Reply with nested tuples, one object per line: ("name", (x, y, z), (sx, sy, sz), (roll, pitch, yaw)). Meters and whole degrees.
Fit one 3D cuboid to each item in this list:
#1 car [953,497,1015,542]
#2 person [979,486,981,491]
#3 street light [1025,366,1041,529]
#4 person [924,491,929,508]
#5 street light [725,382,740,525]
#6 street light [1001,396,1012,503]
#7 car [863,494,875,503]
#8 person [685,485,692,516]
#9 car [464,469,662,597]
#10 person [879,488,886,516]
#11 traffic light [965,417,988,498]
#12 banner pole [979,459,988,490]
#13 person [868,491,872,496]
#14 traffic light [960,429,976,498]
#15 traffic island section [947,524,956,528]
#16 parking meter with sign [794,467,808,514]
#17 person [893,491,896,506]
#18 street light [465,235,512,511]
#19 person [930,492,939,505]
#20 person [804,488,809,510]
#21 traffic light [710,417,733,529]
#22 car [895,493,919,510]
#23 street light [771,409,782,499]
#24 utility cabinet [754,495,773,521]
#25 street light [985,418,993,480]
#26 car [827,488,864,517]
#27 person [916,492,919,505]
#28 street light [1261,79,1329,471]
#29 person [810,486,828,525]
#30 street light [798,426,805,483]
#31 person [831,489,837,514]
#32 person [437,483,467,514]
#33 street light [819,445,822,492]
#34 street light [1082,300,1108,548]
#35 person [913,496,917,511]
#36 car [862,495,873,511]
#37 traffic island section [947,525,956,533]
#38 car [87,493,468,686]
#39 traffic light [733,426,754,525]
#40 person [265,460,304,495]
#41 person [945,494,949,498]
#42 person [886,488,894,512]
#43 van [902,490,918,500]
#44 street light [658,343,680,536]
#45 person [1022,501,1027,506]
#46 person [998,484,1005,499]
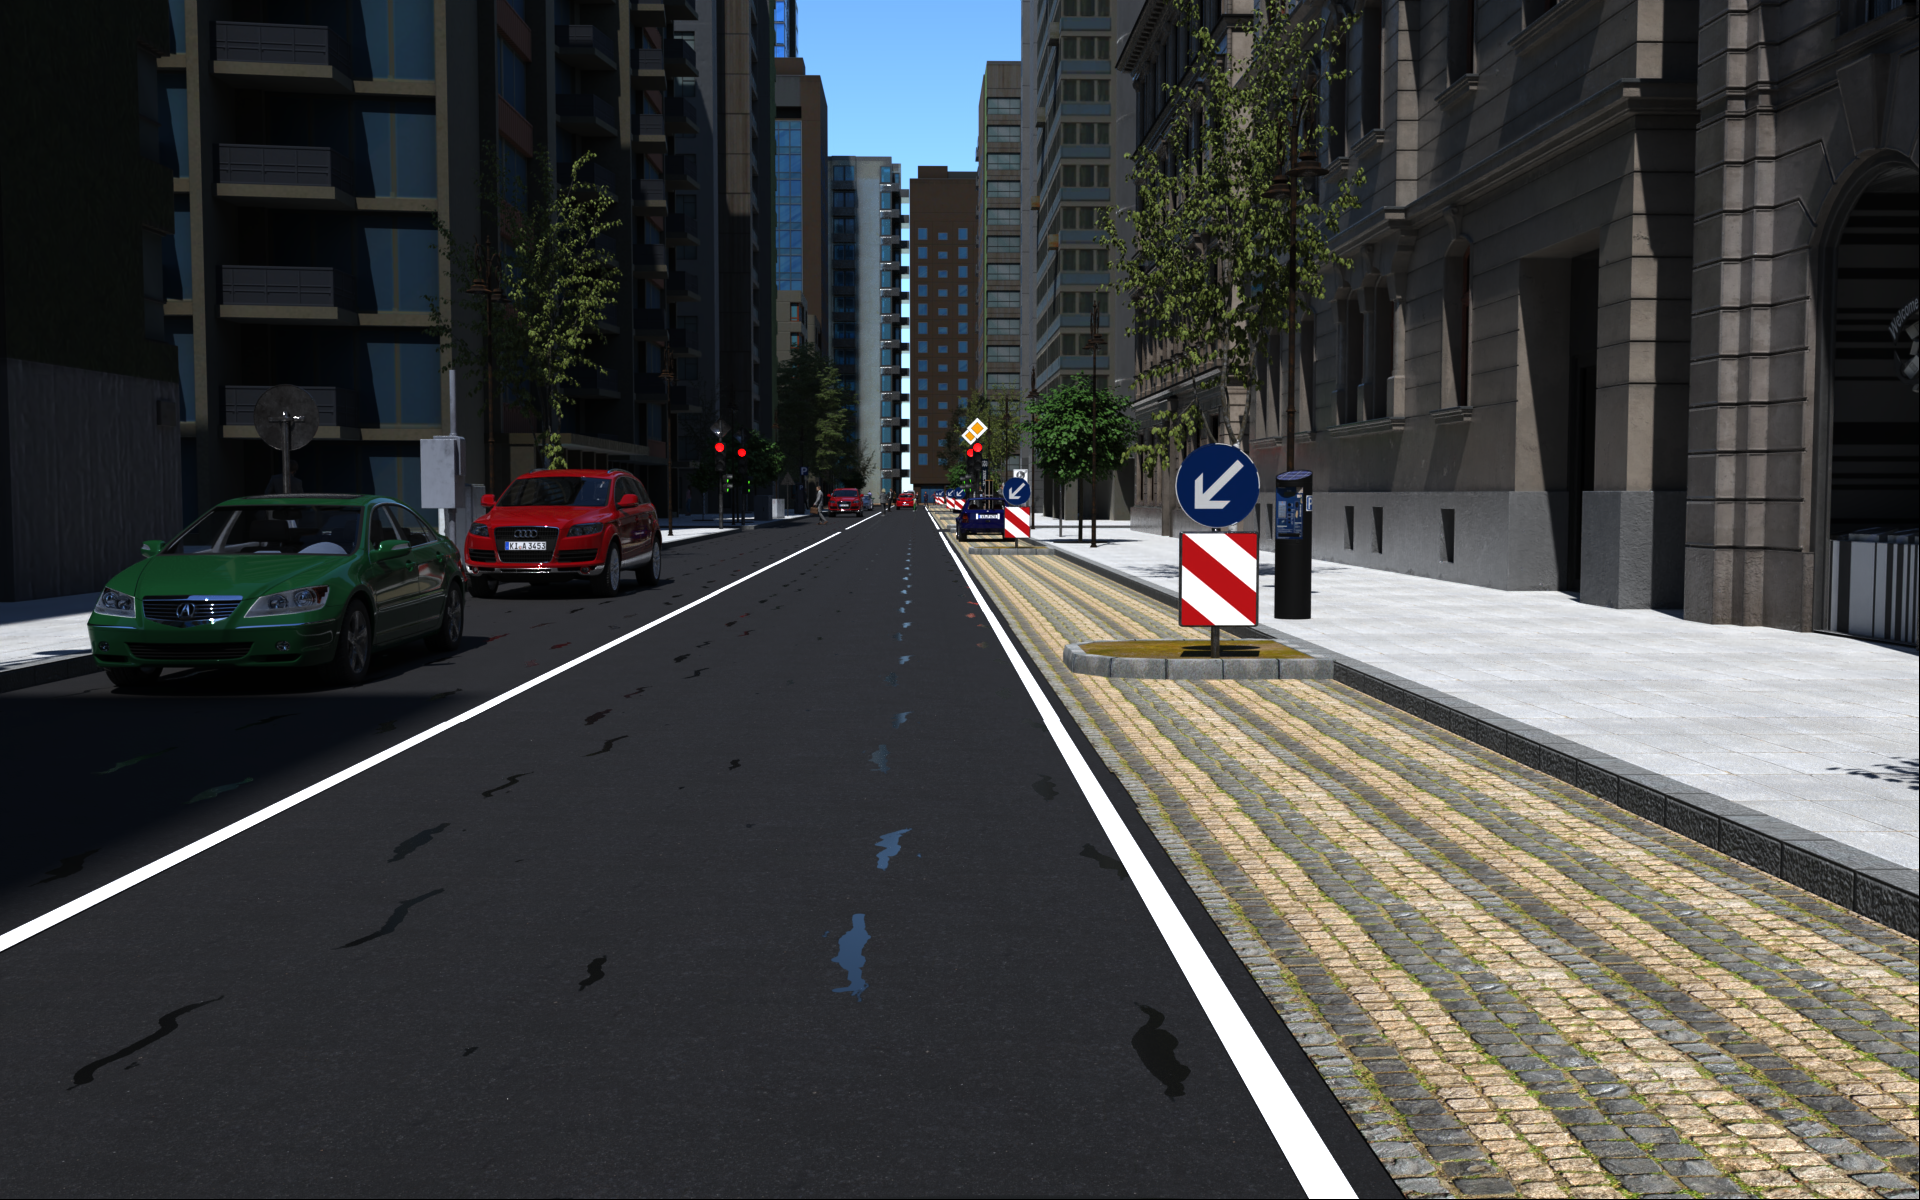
("car", (0.766, -2.468, 52.928), (1.945, 1.354, 3.894), (0, 4, -2))
("person", (1.254, -6.598, 114.139), (0.641, 1.798, 0.478), (3, 4, 37))
("street light", (2.650, -5.504, 62.779), (0.468, 5.910, 1.993), (0, 4, -1))
("person", (-3.419, -10.006, 173.014), (0.530, 1.710, 0.541), (-3, 5, -41))
("street light", (-9.389, -6.045, 71.625), (0.468, 5.910, 1.993), (0, 4, -1))
("street light", (2.196, -6.645, 81.427), (0.468, 5.910, 1.993), (0, 4, -1))
("car", (-9.287, -9.502, 167.157), (2.131, 1.459, 4.920), (0, 4, -2))
("person", (-16.057, -5.898, 102.493), (0.388, 1.821, 0.555), (0, 4, 2))
("car", (-5.782, -1.044, 25.739), (2.281, 1.827, 5.304), (0, 4, 1))
("person", (-5.039, -6.343, 112.393), (0.537, 1.800, 0.526), (-2, 4, -30))
("traffic light", (0.618, -4.571, 63.653), (0.839, 4.253, 0.868), (0, 4, -1))
("banner pole", (1.381, -7.211, 107.919), (0.863, 3.779, 0.401), (-1, 4, -19))
("person", (-11.501, -12.952, 220.140), (0.709, 1.838, 0.599), (-1, 4, -9))
("traffic light", (0.423, -5.059, 71.636), (0.839, 4.253, 0.868), (0, 4, -1))
("traffic island section", (0.463, -3.026, 71.751), (2.009, 0.180, 2.903), (0, 4, -1))
("parking meter with sign", (-10.243, -7.017, 110.983), (0.543, 3.016, 1.738), (-1, 4, -22))
("person", (-8.131, -12.661, 215.598), (0.705, 1.812, 1.348), (0, 4, 3))
("street light", (-8.435, -3.569, 31.136), (0.468, 5.910, 1.993), (0, 4, -1))
("person", (-3.110, -12.570, 214.740), (1.217, 1.743, 0.721), (-1, 4, -12))
("person", (-12.547, -8.218, 140.806), (0.834, 1.777, 0.661), (-1, 4, -14))
("traffic light", (-8.740, -4.556, 63.409), (0.839, 4.253, 0.868), (0, 4, -1))
("car", (-4.850, -9.084, 157.556), (2.155, 1.783, 4.494), (0, 4, 0))
("street light", (-9.856, -7.349, 92.942), (0.468, 5.910, 1.993), (0, 4, -1))
("utility cabinet", (-9.475, -4.415, 83.339), (1.020, 1.237, 0.306), (3, 5, 41))
("street light", (1.723, -7.948, 102.744), (0.468, 5.910, 1.993), (0, 4, -1))
("car", (-7.110, -6.075, 108.002), (2.281, 1.827, 5.304), (0, 4, -1))
("person", (-5.562, -12.915, 220.470), (0.742, 1.727, 0.445), (-3, 5, -40))
("street light", (3.808, -2.880, 19.877), (0.468, 5.910, 1.993), (0, 4, -1))
("person", (-6.597, -4.440, 81.221), (0.853, 1.813, 0.709), (0, 4, 2))
("street light", (-10.465, -8.697, 114.976), (0.468, 5.910, 1.993), (0, 4, -1))
("person", (-9.059, -7.163, 125.631), (0.660, 1.820, 0.620), (-2, 4, -32))
("person", (-9.665, -1.657, 33.411), (0.678, 1.792, 0.850), (-2, 4, -35))
("street light", (-10.945, -10.004, 136.359), (0.468, 5.910, 1.993), (0, 4, -1))
("street light", (3.215, -4.200, 41.464), (0.468, 5.910, 1.993), (0, 4, -1))
("person", (-3.710, -7.973, 143.112), (0.306, 1.304, 0.590), (3, 4, 39))
("car", (-8.635, -8.500, 151.344), (2.083, 1.381, 4.827), (0, 4, 0))
("traffic island section", (0.658, -2.537, 63.768), (2.009, 0.180, 2.903), (0, 4, -1))
("car", (-5.481, -0.164, 14.472), (2.131, 1.459, 4.920), (0, 4, -2))
("traffic light", (-8.935, -5.044, 71.392), (0.839, 4.253, 0.868), (0, 4, -1))
("person", (-11.160, -1.389, 28.558), (0.655, 1.846, 0.447), (-2, 4, -25))
("person", (-1.621, -13.277, 223.794), (0.551, 1.740, 0.621), (0, 4, -3))
("person", (-5.626, -8.092, 140.170), (0.648, 1.900, 0.474), (-3, 5, -43))
("van", (-5.420, -10.793, 183.484), (2.013, 2.044, 4.112), (0, 4, -2))
("street light", (-8.922, -4.919, 53.211), (0.468, 5.910, 1.993), (0, 4, -1))
("person", (4.106, -6.132, 110.586), (0.425, 1.301, 0.394), (1, 4, 11))
("person", (2.256, -5.249, 92.049), (0.473, 1.802, 0.592), (3, 5, 42))
